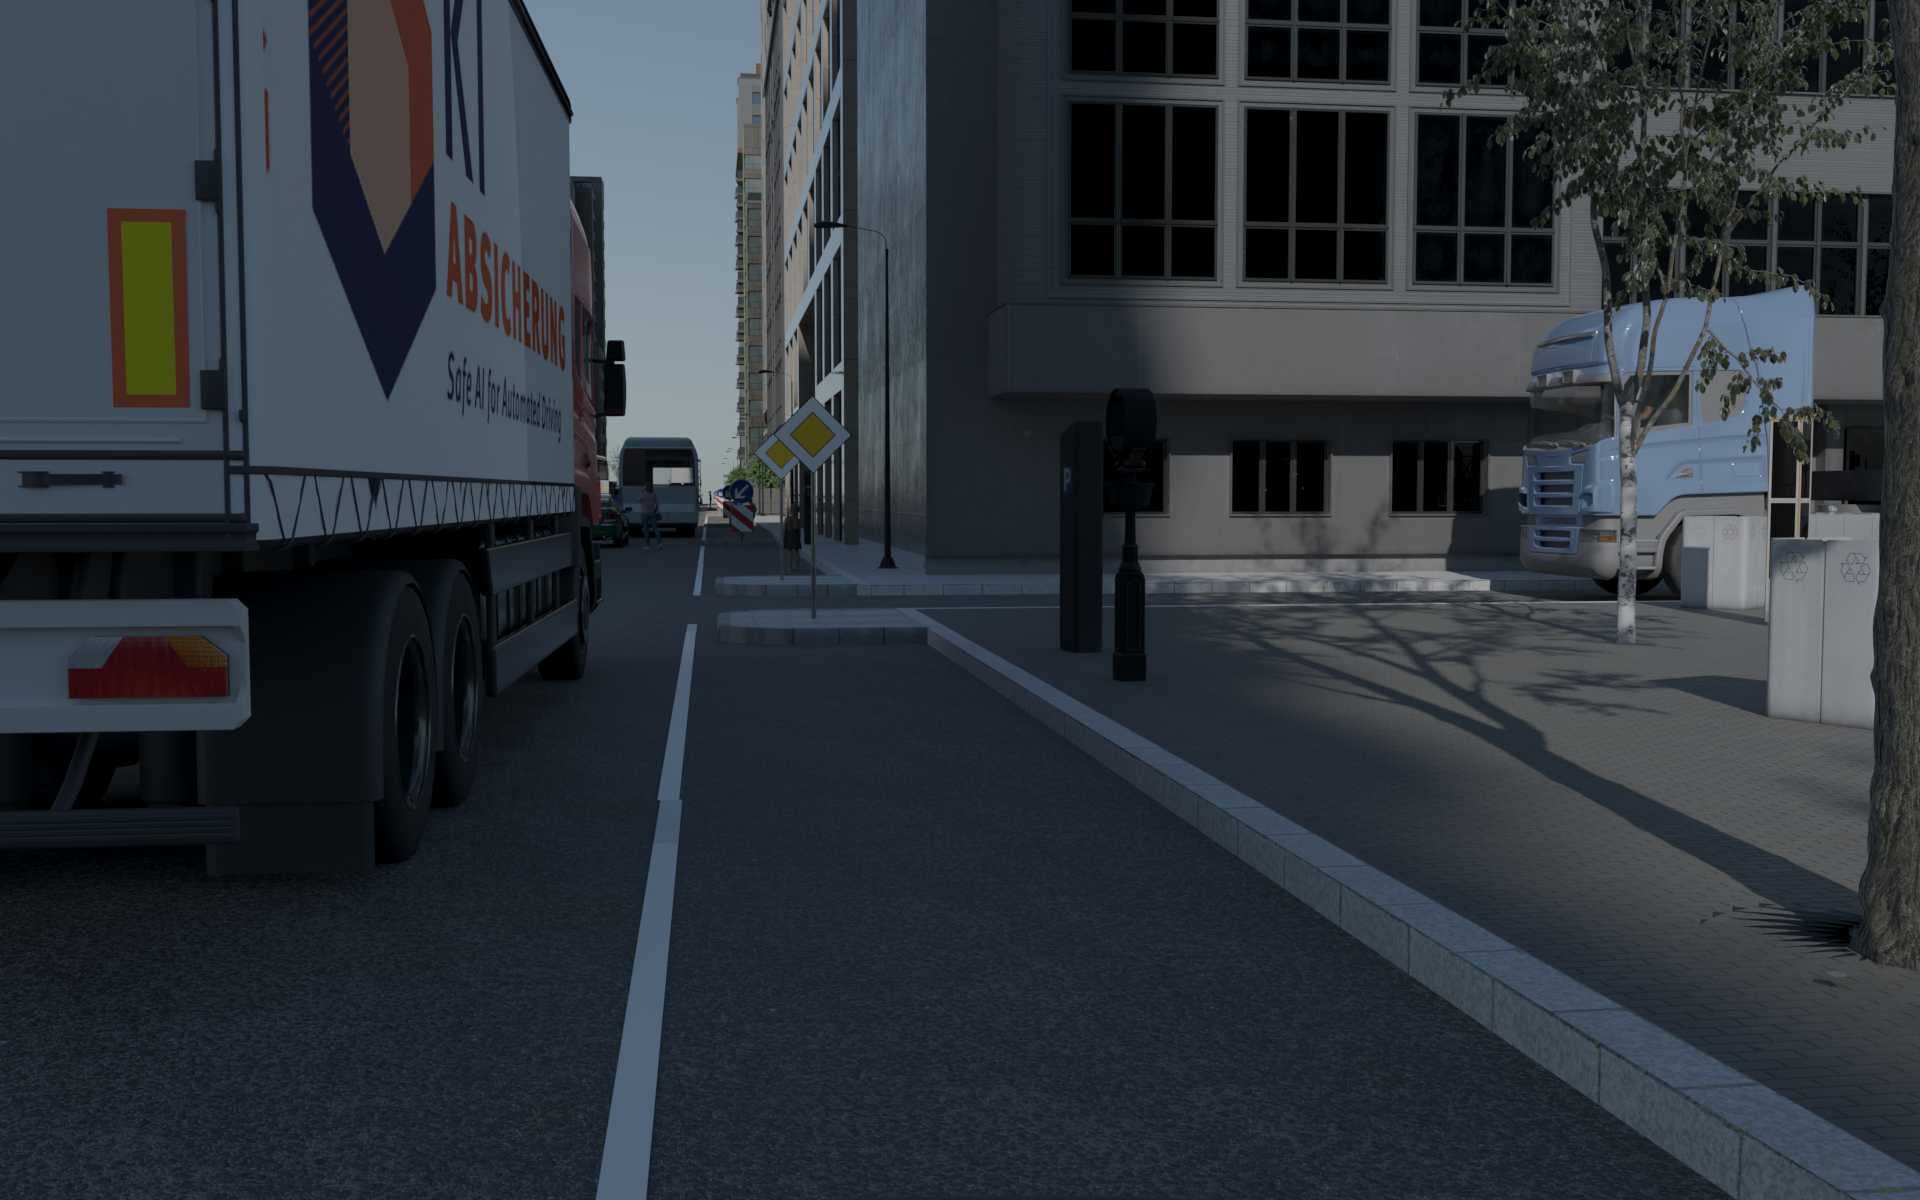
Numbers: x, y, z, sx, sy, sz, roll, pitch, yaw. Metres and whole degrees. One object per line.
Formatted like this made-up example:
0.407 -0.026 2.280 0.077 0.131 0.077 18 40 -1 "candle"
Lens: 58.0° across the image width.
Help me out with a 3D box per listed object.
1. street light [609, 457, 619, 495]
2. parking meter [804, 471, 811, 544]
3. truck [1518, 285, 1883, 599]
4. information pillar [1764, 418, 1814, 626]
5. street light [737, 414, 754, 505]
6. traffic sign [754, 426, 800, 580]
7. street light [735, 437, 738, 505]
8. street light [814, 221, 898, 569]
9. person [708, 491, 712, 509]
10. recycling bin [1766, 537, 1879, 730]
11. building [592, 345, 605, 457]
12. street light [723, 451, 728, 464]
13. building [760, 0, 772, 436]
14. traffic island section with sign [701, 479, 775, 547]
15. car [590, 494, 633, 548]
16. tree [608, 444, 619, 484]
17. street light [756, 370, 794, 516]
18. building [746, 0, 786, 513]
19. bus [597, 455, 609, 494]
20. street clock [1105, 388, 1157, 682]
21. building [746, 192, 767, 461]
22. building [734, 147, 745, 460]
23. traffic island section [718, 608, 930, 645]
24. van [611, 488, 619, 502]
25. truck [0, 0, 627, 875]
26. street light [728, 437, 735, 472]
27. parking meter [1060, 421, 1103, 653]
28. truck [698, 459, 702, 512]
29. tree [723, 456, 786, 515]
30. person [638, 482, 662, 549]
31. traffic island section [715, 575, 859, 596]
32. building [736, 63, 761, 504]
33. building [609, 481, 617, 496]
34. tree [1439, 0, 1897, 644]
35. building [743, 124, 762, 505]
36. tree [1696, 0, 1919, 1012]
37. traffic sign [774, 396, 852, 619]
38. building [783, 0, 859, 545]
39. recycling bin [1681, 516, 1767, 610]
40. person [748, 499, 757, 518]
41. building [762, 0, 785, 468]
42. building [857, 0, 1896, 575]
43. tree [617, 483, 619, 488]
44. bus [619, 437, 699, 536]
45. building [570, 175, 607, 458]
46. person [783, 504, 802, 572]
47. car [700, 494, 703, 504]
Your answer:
-43.516 -14.979 217.447 1.470 5.913 1.316 -1 4 -8 "street light"
-3.846 -2.355 44.219 0.255 1.863 0.399 -1 4 -11 "parking meter"
16.511 -2.092 23.968 18.799 4.110 2.967 0 4 -6 "truck"
8.044 -0.754 16.814 0.304 2.012 0.304 -3 5 -44 "information pillar"
-11.963 -7.810 100.240 1.470 5.913 1.316 -1 4 -8 "street light"
-2.652 -1.349 25.692 0.795 2.450 0.064 -1 4 -8 "traffic sign"
-12.756 -8.129 105.442 1.470 5.913 1.316 -1 4 -8 "street light"
-1.787 -3.494 29.672 1.470 5.913 1.316 -1 4 -8 "street light"
-23.958 -9.639 166.815 0.721 1.743 1.217 0 4 -3 "person"
5.110 0.167 9.817 0.722 1.027 0.722 -2 4 -30 "recycling bin"
-54.748 -21.328 193.758 27.650 21.520 28.899 -1 4 -8 "building"
-24.547 -13.114 186.948 1.470 5.913 1.316 -1 4 -8 "street light"
-3.177 -34.227 148.845 28.713 52.752 27.495 -1 4 -8 "building"
-6.143 -2.397 47.814 1.989 1.847 2.006 -1 4 -8 "traffic island section with sign"
-10.135 -2.199 47.752 2.131 1.459 4.920 0 4 -8 "car"
-50.314 -18.725 256.522 4.360 8.622 3.978 0 3 0 "tree"
-6.835 -5.653 64.962 1.470 5.913 1.316 -1 4 -8 "street light"
-4.996 -41.911 123.493 20.563 71.187 20.611 -1 4 -8 "building"
-20.678 -6.216 93.182 2.896 3.916 12.252 0 4 -7 "bus"
1.168 -0.448 11.889 0.358 2.002 0.471 -1 4 -12 "street clock"
-13.720 -24.299 168.984 14.160 30.474 14.107 -1 4 -8 "building"
-16.929 -34.400 217.070 22.147 44.769 28.867 -1 4 -8 "building"
-1.487 0.270 17.869 2.009 0.180 2.903 -1 4 -8 "traffic island section"
-30.828 -9.469 159.198 2.240 2.365 5.245 0 4 -7 "van"
-3.675 -1.281 9.859 2.839 4.237 11.283 0 4 -7 "truck"
-17.848 -10.287 140.725 1.470 5.913 1.316 -1 4 -8 "street light"
0.987 -0.515 14.128 0.255 1.863 0.399 -1 4 -17 "parking meter"
-22.915 -9.510 144.399 2.839 4.237 11.283 -1 4 -9 "truck"
-11.853 -7.664 109.016 4.285 4.588 4.351 0 3 0 "tree"
-7.965 -2.181 44.743 0.593 1.750 0.643 -2 4 -31 "person"
-2.629 -0.214 25.773 2.009 0.180 2.903 -1 4 -8 "traffic island section"
-20.756 -43.006 245.148 21.231 58.520 28.212 -1 4 -8 "building"
-63.226 -33.173 234.257 32.217 40.220 23.993 -1 4 -8 "building"
5.743 -3.916 14.391 4.360 8.622 3.978 0 3 0 "tree"
-17.293 -31.290 195.187 14.154 41.232 14.086 -1 4 -8 "building"
2.748 -4.823 4.612 9.928 11.665 9.643 0 3 0 "tree"
-1.509 -0.865 17.789 0.795 2.450 0.064 -1 4 -8 "traffic sign"
4.150 -15.696 61.146 19.350 26.468 34.151 -1 4 -8 "building"
8.643 -0.429 19.566 0.722 1.027 0.722 3 5 45 "recycling bin"
-8.657 -3.612 72.238 0.352 1.250 0.332 -1 4 -22 "person"
-2.617 -18.101 89.459 14.314 27.812 24.014 -1 4 -8 "building"
13.440 -13.153 34.124 30.058 24.678 14.314 -1 4 -8 "building"
-49.755 -15.689 251.115 1.663 3.219 1.824 0 3 0 "tree"
-10.895 -4.137 62.496 2.948 3.499 13.247 -1 4 -10 "bus"
-51.706 -32.561 215.961 14.154 41.232 14.086 -1 4 -8 "building"
-3.091 -1.138 31.781 0.362 1.253 0.373 -1 4 -22 "person"
-37.148 -14.323 242.845 2.281 1.827 5.304 0 4 -7 "car"
